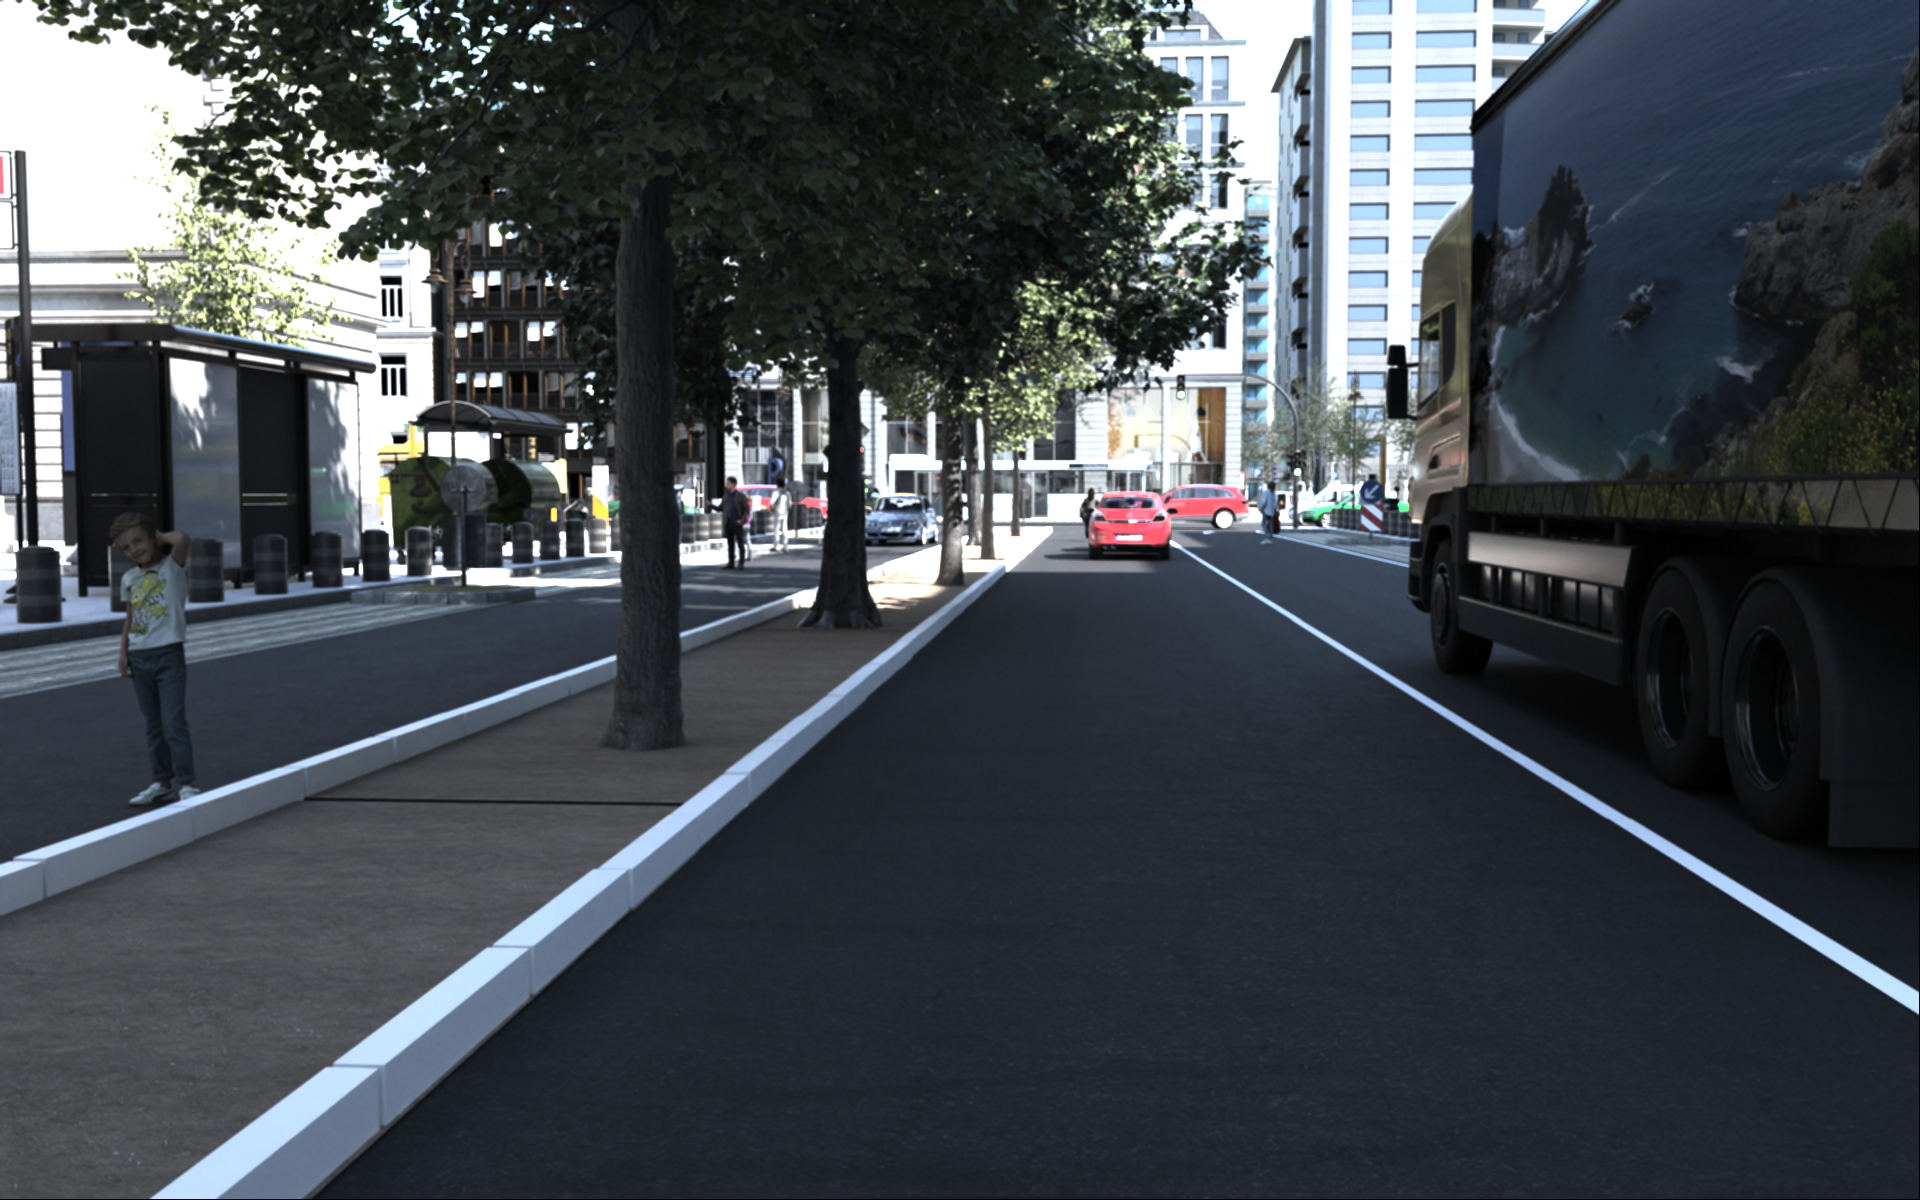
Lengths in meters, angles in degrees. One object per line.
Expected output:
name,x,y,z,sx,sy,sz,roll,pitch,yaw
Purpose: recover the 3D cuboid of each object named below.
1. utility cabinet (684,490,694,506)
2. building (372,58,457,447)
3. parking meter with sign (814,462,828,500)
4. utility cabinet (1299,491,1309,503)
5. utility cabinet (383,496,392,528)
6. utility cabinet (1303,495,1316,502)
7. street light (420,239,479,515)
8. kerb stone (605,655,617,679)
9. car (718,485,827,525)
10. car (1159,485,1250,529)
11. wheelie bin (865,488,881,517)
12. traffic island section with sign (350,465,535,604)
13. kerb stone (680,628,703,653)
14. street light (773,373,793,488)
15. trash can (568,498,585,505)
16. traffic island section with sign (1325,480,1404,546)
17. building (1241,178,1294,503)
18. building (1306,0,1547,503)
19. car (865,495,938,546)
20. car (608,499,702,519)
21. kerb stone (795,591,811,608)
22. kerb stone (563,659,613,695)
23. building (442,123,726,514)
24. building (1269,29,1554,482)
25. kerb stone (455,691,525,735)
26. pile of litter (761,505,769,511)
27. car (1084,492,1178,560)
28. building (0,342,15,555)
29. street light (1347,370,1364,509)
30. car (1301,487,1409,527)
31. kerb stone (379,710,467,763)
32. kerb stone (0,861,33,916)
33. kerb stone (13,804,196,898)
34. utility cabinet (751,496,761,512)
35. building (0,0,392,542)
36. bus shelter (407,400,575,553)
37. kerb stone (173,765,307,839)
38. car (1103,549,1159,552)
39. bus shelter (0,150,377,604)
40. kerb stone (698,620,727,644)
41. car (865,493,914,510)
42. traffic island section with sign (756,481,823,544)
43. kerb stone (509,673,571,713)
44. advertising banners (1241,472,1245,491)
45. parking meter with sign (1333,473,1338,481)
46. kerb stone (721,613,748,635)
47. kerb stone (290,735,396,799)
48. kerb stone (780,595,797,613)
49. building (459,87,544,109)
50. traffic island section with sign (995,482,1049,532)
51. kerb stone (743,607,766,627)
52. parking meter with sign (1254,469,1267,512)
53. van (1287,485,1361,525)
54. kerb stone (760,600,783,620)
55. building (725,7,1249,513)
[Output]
utility cabinet,-14.969,-5.316,95.600,1.173,1.500,0.318,-2,4,-27
building,-39.881,-19.651,107.192,20.117,28.700,13.634,0,4,4
parking meter with sign,-7.540,-5.944,93.445,0.543,3.016,1.738,-2,4,-33
utility cabinet,27.226,-7.862,137.221,1.173,1.500,0.318,2,4,29
utility cabinet,-21.470,-3.307,65.226,0.306,1.237,1.020,-1,4,-10
utility cabinet,26.287,-7.294,130.415,0.306,1.237,1.020,-3,4,-38
street light,-8.717,-3.484,29.745,0.468,5.910,1.993,0,4,4
kerb stone,-2.696,0.517,13.776,0.120,0.150,1.000,0,4,4
car,-8.095,-4.195,77.259,5.304,1.827,2.281,0,4,3
car,9.354,-3.862,71.816,5.304,1.827,2.281,0,4,3
wheelie bin,-4.440,-4.927,88.466,0.980,1.594,0.693,3,5,43
traffic island section with sign,-6.841,-0.897,23.289,1.989,1.847,2.006,0,4,4
kerb stone,-2.539,0.391,15.818,0.120,0.150,1.000,0,4,4
street light,-6.270,-5.432,61.598,0.468,5.910,1.993,0,4,4
trash can,-13.791,-3.113,62.557,0.748,1.137,0.748,0,3,0
traffic island section with sign,11.392,-2.464,48.920,1.989,1.847,2.006,0,4,4
building,44.525,-39.501,265.453,30.456,49.044,23.786,0,4,4
building,44.595,-38.287,167.992,21.231,58.520,28.212,0,4,4
car,-1.672,-2.290,49.448,2.014,1.417,4.499,0,4,6
car,-15.162,-4.507,85.490,4.920,1.459,2.131,0,4,5
kerb stone,-2.067,0.016,21.950,0.120,0.150,1.000,0,4,4
kerb stone,-2.770,0.578,12.740,0.120,0.150,1.000,0,4,4
building,-21.540,-16.877,105.619,15.834,23.373,12.332,0,4,4
building,50.701,-37.130,196.312,28.713,52.752,27.495,0,4,4
kerb stone,-2.926,0.706,10.690,0.120,0.150,1.000,0,4,4
pile of litter,-7.575,-3.163,65.685,1.719,0.858,1.176,2,4,25
car,3.867,-1.851,39.312,2.155,1.783,4.494,0,4,6
building,-25.585,-9.978,27.763,10.561,19.102,19.286,0,4,4
street light,14.685,-5.610,64.505,0.468,5.910,1.993,0,4,4
car,16.906,-3.966,73.634,4.718,1.807,1.959,0,4,3
kerb stone,-3.006,0.766,9.669,0.120,0.150,1.000,0,4,4
kerb stone,-3.315,1.023,5.582,0.120,0.150,1.000,0,4,4
kerb stone,-3.240,0.954,6.603,0.120,0.150,1.000,0,4,4
utility cabinet,-7.479,-3.200,63.473,0.306,1.237,1.020,-1,4,-11
building,-28.205,-13.585,50.997,19.941,23.489,11.050,0,4,4
bus shelter,-10.718,-2.827,40.143,2.014,3.302,5.546,0,4,4
kerb stone,-3.171,0.892,7.626,0.120,0.150,1.000,0,4,4
car,4.353,-1.926,44.078,1.945,1.354,3.894,0,4,6
bus shelter,-10.553,-2.766,22.861,2.179,5.291,8.768,0,4,4
kerb stone,-2.452,0.330,16.842,0.120,0.150,1.000,0,4,4
car,-1.993,-2.786,55.780,2.015,1.641,3.980,0,4,3
traffic island section with sign,-4.767,-2.540,50.165,1.989,1.847,2.006,0,4,4
kerb stone,-2.856,0.641,11.715,0.120,0.150,1.000,0,4,4
advertising banners,21.319,-8.431,134.035,2.074,3.025,0.090,-3,4,-39
parking meter with sign,30.575,-8.995,143.323,0.543,3.016,1.738,3,5,43
kerb stone,-2.375,0.265,17.864,0.120,0.150,1.000,0,4,4
kerb stone,-3.090,0.830,8.647,0.120,0.150,1.000,0,4,4
kerb stone,-2.142,0.079,20.928,0.120,0.150,1.000,0,4,4
building,-45.581,-35.861,205.938,30.456,49.044,23.786,0,4,4
traffic island section with sign,2.394,-3.549,66.164,2.006,1.907,1.989,0,4,4
kerb stone,-2.294,0.207,18.885,0.120,0.150,1.000,0,4,4
parking meter with sign,21.457,-7.726,122.586,0.543,3.016,1.738,3,4,38
van,17.331,-4.510,80.743,4.112,2.044,2.013,0,4,6
kerb stone,-2.215,0.140,19.906,0.120,0.150,1.000,0,4,4
building,1.544,-19.925,103.266,29.804,29.767,11.434,0,4,4
